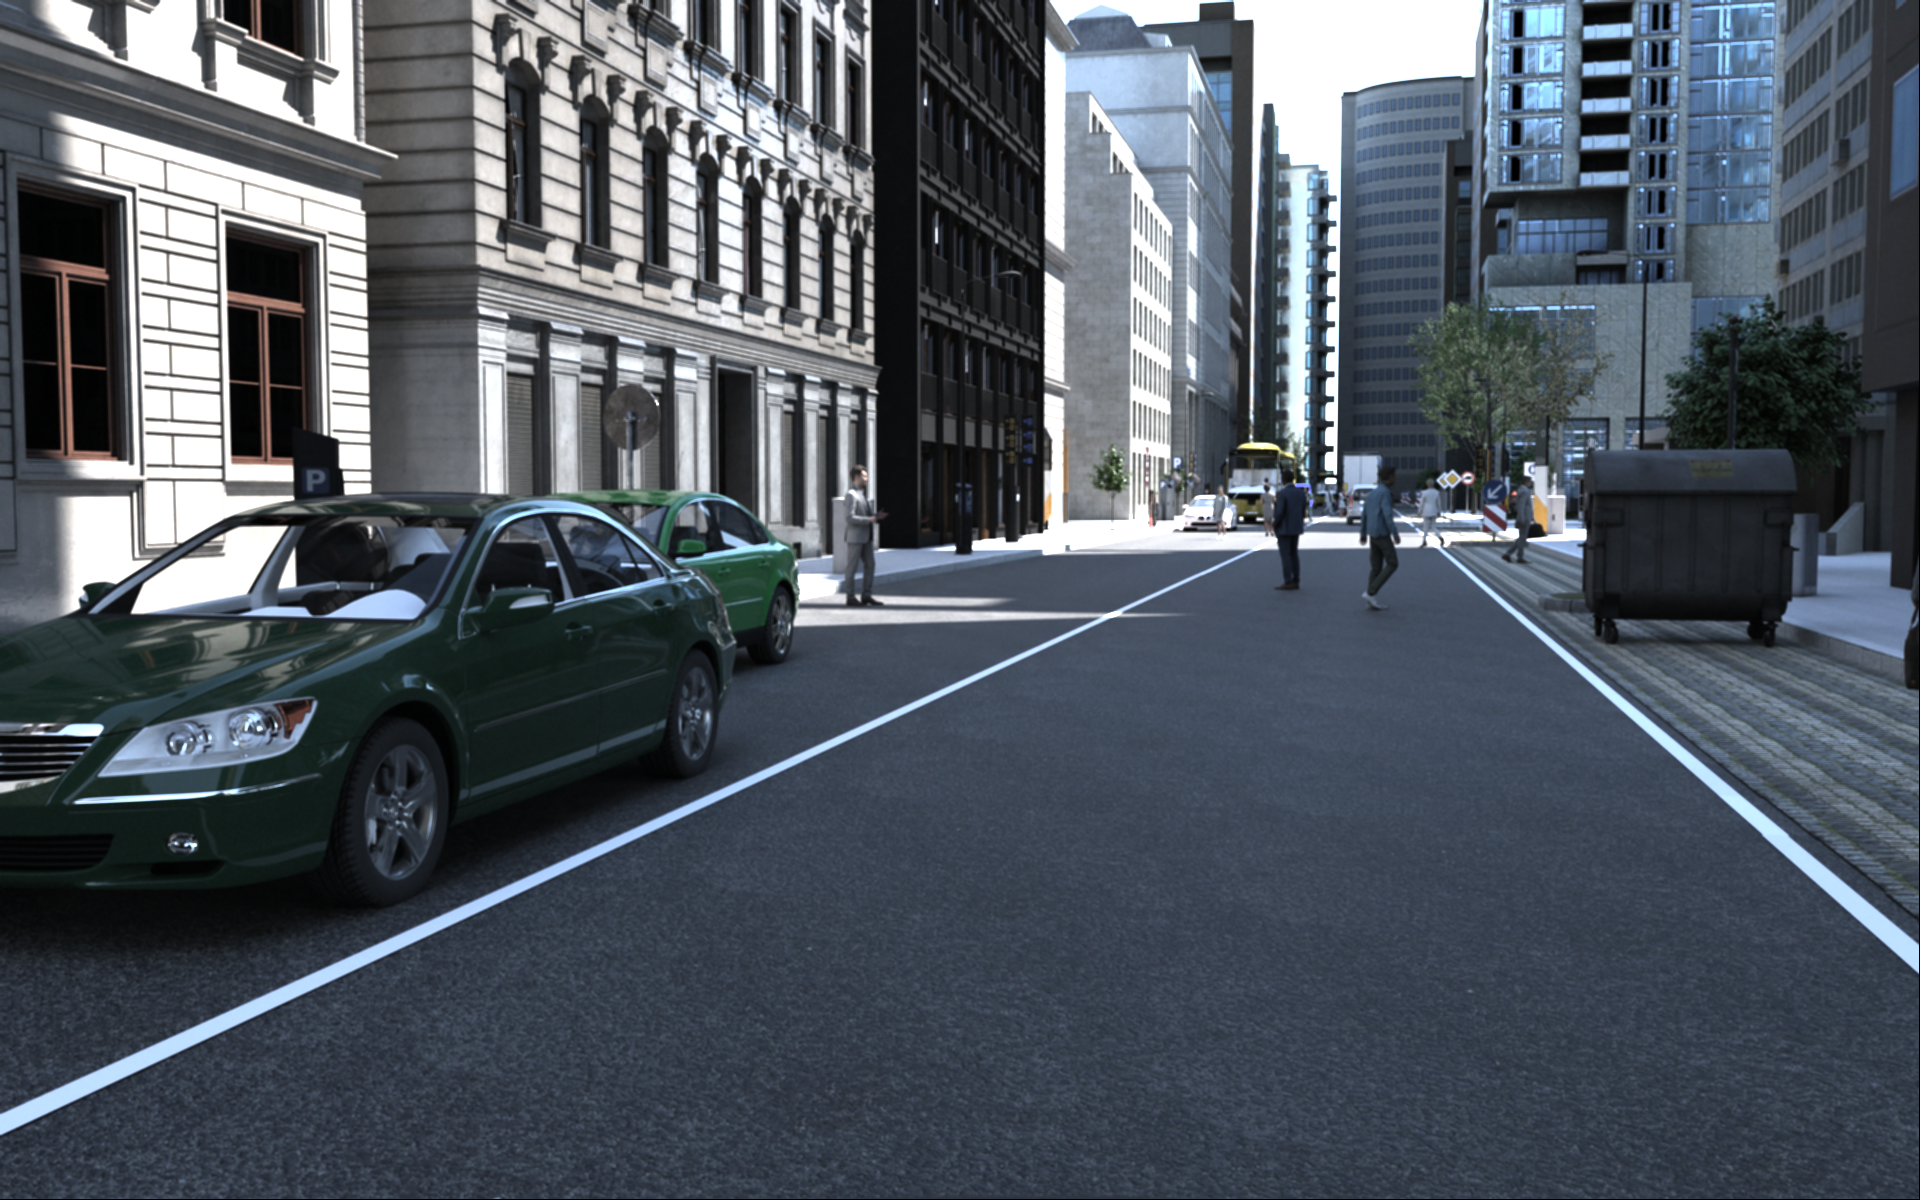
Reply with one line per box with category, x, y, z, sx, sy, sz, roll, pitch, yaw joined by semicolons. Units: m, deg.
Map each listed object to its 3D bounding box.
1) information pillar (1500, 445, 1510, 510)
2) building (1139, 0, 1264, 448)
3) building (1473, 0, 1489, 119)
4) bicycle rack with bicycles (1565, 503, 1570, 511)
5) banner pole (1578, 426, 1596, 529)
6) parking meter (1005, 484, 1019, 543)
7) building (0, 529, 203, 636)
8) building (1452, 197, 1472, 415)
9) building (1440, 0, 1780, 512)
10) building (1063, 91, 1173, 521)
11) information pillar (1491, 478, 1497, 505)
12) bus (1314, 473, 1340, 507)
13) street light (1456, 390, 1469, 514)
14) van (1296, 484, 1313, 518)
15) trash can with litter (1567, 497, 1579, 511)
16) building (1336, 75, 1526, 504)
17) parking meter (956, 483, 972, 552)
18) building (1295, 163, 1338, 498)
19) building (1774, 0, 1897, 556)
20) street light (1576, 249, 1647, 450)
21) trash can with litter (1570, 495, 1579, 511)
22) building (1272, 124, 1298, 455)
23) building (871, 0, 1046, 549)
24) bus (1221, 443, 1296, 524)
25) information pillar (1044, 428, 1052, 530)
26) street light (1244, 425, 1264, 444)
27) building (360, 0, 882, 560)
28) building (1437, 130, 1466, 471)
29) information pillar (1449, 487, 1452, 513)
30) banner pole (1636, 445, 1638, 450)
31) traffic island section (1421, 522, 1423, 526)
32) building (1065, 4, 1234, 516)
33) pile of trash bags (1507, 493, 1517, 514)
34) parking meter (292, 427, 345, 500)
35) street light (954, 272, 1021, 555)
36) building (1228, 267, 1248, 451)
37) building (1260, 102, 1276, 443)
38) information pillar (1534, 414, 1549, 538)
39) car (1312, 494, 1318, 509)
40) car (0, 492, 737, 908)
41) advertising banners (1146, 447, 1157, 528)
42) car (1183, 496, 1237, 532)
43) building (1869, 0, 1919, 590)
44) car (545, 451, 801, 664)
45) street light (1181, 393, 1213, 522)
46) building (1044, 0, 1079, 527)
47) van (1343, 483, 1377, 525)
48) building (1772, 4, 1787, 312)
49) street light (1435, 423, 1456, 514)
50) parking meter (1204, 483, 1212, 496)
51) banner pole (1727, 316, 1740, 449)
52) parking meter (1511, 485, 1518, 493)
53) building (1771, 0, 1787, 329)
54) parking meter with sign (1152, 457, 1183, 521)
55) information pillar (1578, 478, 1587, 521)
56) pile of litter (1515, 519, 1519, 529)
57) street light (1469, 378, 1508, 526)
information pillar;26.079;-5.600;82.907;0.504;3.616;0.183;-2;4;-28
building;20.962;-31.374;163.079;14.600;45.320;14.200;1;4;13
building;53.044;-30.833;154.234;14.600;45.320;14.200;1;4;13
bicycle rack with bicycles;37.101;-5.634;105.500;2.852;0.926;2.925;0;4;-5
banner pole;23.284;-4.535;64.166;0.863;3.779;0.401;-2;4;-34
parking meter;1.375;-2.287;45.797;0.372;1.533;0.369;0;3;0
building;-14.253;-10.745;11.845;11.583;22.565;21.152;1;4;13
building;55.347;-24.311;169.189;14.160;30.474;14.107;1;4;13
building;49.076;-50.030;130.657;22.319;86.520;31.000;1;4;13
building;5.032;-14.481;91.521;10.420;20.320;16.860;1;4;13
information pillar;24.618;-4.623;80.081;0.304;2.012;0.304;-1;4;-10
bus;42.855;-12.873;202.020;2.896;3.916;12.252;1;4;13
street light;23.112;-6.410;77.338;1.470;5.913;1.316;1;4;13
van;20.080;-6.109;104.272;2.240;2.365;5.245;1;4;15
trash can with litter;36.037;-5.528;101.772;1.055;1.170;0.624;0;4;7
building;67.156;-42.780;241.457;28.212;58.520;21.231;1;4;13
parking meter;0.087;-1.815;38.086;0.372;1.533;0.369;0;3;0
building;38.815;-38.569;250.215;30.456;49.044;23.786;1;4;13
building;33.693;-21.269;39.622;32.217;40.220;23.993;1;4;13
street light;12.380;-3.690;32.881;1.470;5.913;1.316;1;4;13
trash can with litter;30.713;-4.684;87.636;2.233;1.210;1.678;1;4;20
building;25.583;-36.514;216.612;30.456;49.044;23.786;1;4;13
building;-5.118;-13.403;48.825;12.332;23.373;15.834;1;4;13
bus;15.187;-5.837;86.990;2.896;3.916;12.252;1;4;15
information pillar;3.090;-4.268;61.139;0.183;3.616;0.504;-2;4;-24
street light;19.759;-8.833;116.955;1.470;5.913;1.316;1;4;13
building;-8.466;-11.117;30.911;9.793;20.994;18.267;1;4;13
building;66.248;-34.397;212.503;14.600;45.320;14.200;1;4;13
information pillar;34.075;-7.056;119.856;0.304;2.012;0.304;0;4;2
banner pole;30.415;-5.323;77.054;0.401;3.779;0.863;-3;5;-39
traffic island section;21.752;-3.392;77.740;2.009;0.180;2.903;1;4;13
building;11.109;-20.567;113.755;11.434;29.767;29.804;1;4;13
pile of trash bags;33.965;-5.839;105.227;1.912;1.369;3.447;0;4;4
parking meter;-5.605;-0.579;15.175;0.399;1.863;0.255;-1;4;-13
street light;0.592;-3.907;36.422;1.470;5.913;1.316;1;4;13
building;15.758;-18.295;140.929;13.314;21.916;24.055;1;4;13
building;24.669;-30.196;177.305;14.154;41.232;14.086;1;4;13
information pillar;17.201;-3.661;51.218;0.183;3.616;0.504;-2;4;-24
car;34.276;-9.808;170.582;2.015;1.641;3.980;1;4;13
car;-2.506;0.253;7.656;2.131;1.459;4.920;1;4;13
advertising banners;7.200;-4.227;65.304;0.090;3.025;2.074;1;4;18
car;9.766;-3.368;67.435;2.083;1.381;4.827;1;4;13
building;17.721;-22.295;14.632;14.600;45.320;14.200;1;4;13
car;-2.661;-0.287;13.497;1.959;1.807;4.718;1;4;13
street light;10.989;-6.577;80.075;1.470;5.913;1.316;1;4;13
building;-7.864;-17.135;67.541;23.554;28.519;14.401;1;4;13
van;19.029;-4.545;81.325;2.013;2.044;4.112;1;4;11
building;56.081;-28.372;83.493;30.456;49.044;23.786;1;4;13
street light;31.932;-8.640;113.802;1.470;5.913;1.316;1;4;13
parking meter;12.793;-5.117;89.367;0.399;1.863;0.255;3;5;41
banner pole;10.981;-2.117;24.630;0.401;3.779;0.863;2;4;32
parking meter;36.303;-6.587;113.413;0.399;1.863;0.255;0;4;5
building;88.608;-46.805;203.509;20.611;71.187;20.563;1;4;13
parking meter with sign;9.756;-5.226;81.710;1.738;3.016;0.543;-3;5;-45
information pillar;29.186;-4.692;81.202;0.304;2.012;0.304;2;4;27
pile of litter;20.885;-3.014;63.251;1.719;0.858;1.176;-3;5;-43
street light;21.281;-5.931;69.516;1.470;5.913;1.316;1;4;13
